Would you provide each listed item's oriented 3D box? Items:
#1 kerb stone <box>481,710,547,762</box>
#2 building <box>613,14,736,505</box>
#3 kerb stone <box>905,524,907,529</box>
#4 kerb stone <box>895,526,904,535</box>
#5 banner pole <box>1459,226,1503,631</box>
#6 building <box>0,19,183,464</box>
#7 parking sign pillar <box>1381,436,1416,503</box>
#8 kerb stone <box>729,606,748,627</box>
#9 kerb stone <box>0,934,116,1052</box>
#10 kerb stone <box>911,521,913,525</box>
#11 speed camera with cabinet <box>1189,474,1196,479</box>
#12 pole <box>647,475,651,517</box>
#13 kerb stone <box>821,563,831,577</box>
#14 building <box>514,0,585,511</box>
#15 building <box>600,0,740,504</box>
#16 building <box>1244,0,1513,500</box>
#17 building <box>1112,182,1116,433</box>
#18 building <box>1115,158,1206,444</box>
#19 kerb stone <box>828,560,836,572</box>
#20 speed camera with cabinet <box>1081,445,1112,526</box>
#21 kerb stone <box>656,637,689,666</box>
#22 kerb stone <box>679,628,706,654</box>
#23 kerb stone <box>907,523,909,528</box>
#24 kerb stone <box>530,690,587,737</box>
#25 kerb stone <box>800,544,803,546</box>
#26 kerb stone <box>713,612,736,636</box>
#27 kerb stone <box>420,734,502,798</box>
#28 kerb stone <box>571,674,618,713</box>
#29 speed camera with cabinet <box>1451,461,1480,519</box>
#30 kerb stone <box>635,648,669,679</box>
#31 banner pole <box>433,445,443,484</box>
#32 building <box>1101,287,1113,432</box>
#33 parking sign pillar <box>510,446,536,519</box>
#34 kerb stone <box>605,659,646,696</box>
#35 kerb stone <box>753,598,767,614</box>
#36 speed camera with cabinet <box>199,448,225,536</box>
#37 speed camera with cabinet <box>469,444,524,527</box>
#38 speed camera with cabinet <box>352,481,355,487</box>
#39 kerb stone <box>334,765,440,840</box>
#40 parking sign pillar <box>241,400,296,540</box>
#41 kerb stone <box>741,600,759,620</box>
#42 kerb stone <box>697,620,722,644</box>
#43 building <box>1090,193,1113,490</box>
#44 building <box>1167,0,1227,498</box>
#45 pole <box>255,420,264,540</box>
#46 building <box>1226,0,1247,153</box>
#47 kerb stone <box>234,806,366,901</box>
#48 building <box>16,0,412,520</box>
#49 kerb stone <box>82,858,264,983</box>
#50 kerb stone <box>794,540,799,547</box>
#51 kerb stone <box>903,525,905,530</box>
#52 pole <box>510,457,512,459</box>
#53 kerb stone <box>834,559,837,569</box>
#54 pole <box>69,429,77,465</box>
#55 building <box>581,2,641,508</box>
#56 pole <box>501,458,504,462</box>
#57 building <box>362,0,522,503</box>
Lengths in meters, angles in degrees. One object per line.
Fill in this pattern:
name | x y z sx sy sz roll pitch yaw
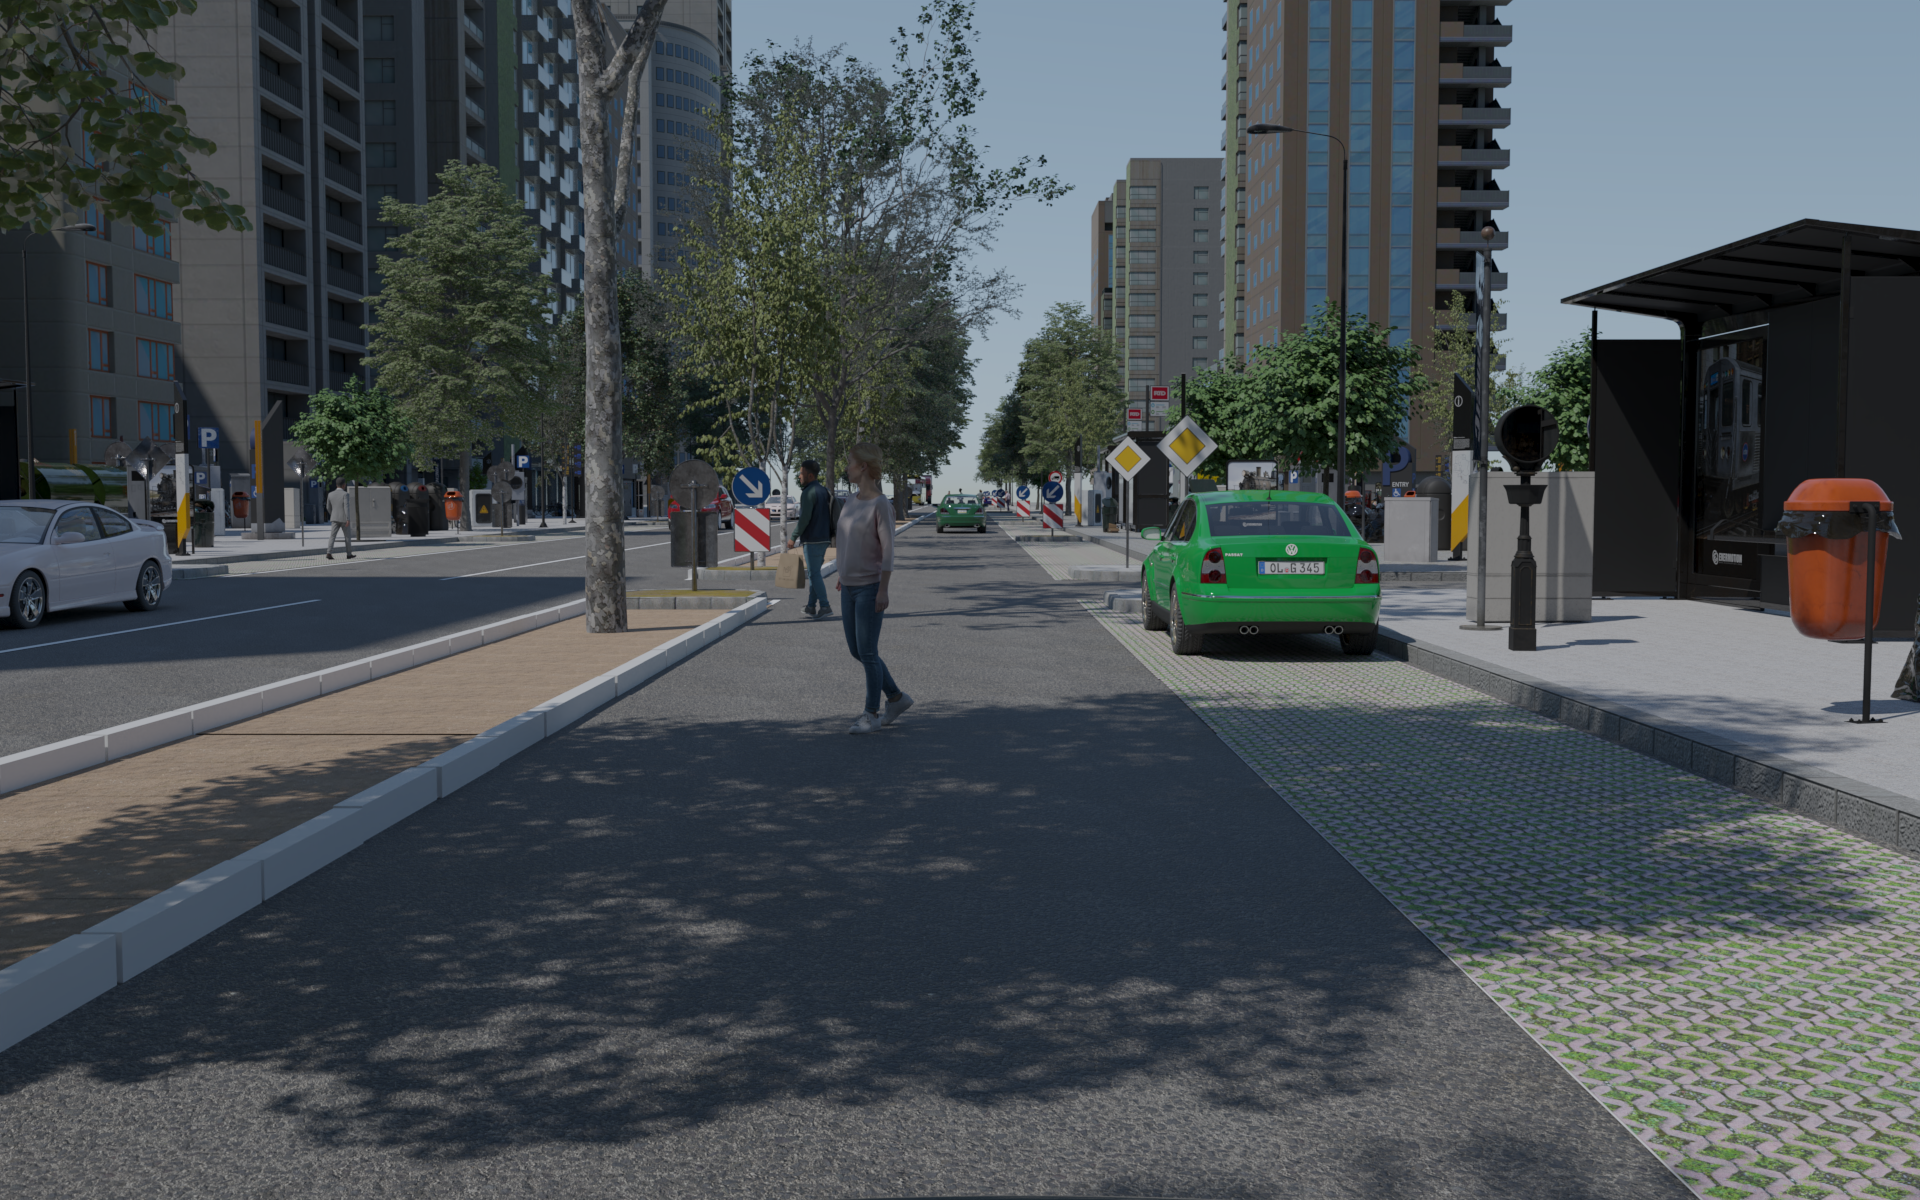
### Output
kerb stone | -2.507 0.766 9.686 0.120 0.150 1.000 0 4 0
building | -40.544 -41.217 215.902 21.231 58.520 28.212 0 4 0
kerb stone | -2.279 -2.844 68.696 0.120 0.150 1.000 0 4 0
kerb stone | -2.298 -2.649 65.606 0.120 0.150 1.000 0 4 0
banner pole | 4.841 -1.596 16.110 0.401 3.779 0.863 2 4 26
building | -46.321 -13.001 57.608 27.650 21.520 28.899 0 4 0
parking sign pillar | 17.700 -4.979 69.885 1.447 3.967 1.447 3 4 36
kerb stone | -2.466 0.201 18.916 0.120 0.150 1.000 0 4 0
kerb stone | -2.521 1.079 4.549 0.120 0.150 1.000 0 4 0
kerb stone | -2.255 -3.283 75.876 0.120 0.150 1.000 0 4 0
speed camera with cabinet | 11.549 -5.303 81.044 0.660 3.252 2.038 -3 5 -43
pole | -17.072 -6.184 94.954 0.158 3.312 0.155 0 3 0
kerb stone | -2.428 -0.525 30.772 0.120 0.150 1.000 0 4 0
building | -41.712 -31.479 134.287 23.786 49.044 30.456 0 4 0
building | -39.976 -49.041 240.067 20.563 71.187 20.611 0 4 0
building | 26.762 -28.342 113.504 14.600 45.320 14.200 0 4 0
building | 26.879 -33.255 227.306 14.154 41.232 14.086 0 4 0
building | 27.214 -32.393 213.219 14.154 41.232 14.086 0 4 0
kerb stone | -2.418 -0.587 31.794 0.120 0.150 1.000 0 4 0
speed camera with cabinet | 5.503 -4.610 69.713 0.660 3.252 2.038 2 4 26
kerb stone | -2.481 0.452 14.804 0.120 0.150 1.000 0 4 0
kerb stone | -2.478 0.392 15.833 0.120 0.150 1.000 0 4 0
kerb stone | -2.281 -2.966 70.751 0.120 0.150 1.000 0 4 0
kerb stone | -2.495 0.702 10.711 0.120 0.150 1.000 0 4 0
kerb stone | -4.459 -1.589 48.176 0.120 0.150 1.000 0 4 0
kerb stone | -2.463 0.263 17.894 0.120 0.150 1.000 0 4 0
kerb stone | -2.499 0.829 8.659 0.120 0.150 1.000 0 4 0
kerb stone | -2.498 0.644 11.733 0.120 0.150 1.000 0 4 0
speed camera with cabinet | 19.996 -4.601 69.562 0.660 3.252 2.038 -3 4 -38
kerb stone | -2.485 0.519 13.782 0.120 0.150 1.000 0 4 0
banner pole | -25.906 -5.880 86.156 0.863 3.779 0.401 2 4 35
building | 26.503 -28.757 241.883 14.160 30.474 14.107 0 4 0
parking sign pillar | -23.162 -6.295 91.389 1.447 3.967 1.447 3 4 37
kerb stone | -2.482 0.579 12.755 0.120 0.150 1.000 0 4 0
kerb stone | -2.460 0.075 20.986 0.120 0.150 1.000 0 4 0
speed camera with cabinet | -23.003 -3.604 53.269 0.660 3.252 2.038 -2 4 -26
speed camera with cabinet | -18.316 -4.535 68.484 2.038 3.252 0.660 -2 4 -25
speed camera with cabinet | -28.557 -5.483 83.978 0.660 3.252 2.038 2 4 25
kerb stone | -2.517 0.891 7.626 0.120 0.150 1.000 0 4 0
parking sign pillar | -19.732 -3.721 49.311 1.447 3.967 1.447 0 4 3
kerb stone | -2.462 0.140 19.949 0.120 0.150 1.000 0 4 0
kerb stone | -2.474 0.330 16.868 0.120 0.150 1.000 0 4 0
building | 26.782 -37.097 256.645 14.600 45.320 14.200 0 4 0
building | 31.038 -51.176 149.399 22.319 86.520 31.000 0 4 0
pole | -19.451 -3.318 48.085 0.158 3.312 0.155 0 3 0
building | 26.415 -27.165 127.746 14.154 41.232 14.086 0 4 0
kerb stone | -2.509 0.959 6.600 0.120 0.150 1.000 0 4 0
building | -40.379 -39.787 88.764 20.563 71.187 20.611 0 4 0
kerb stone | -2.511 1.017 5.572 0.120 0.150 1.000 0 4 0
kerb stone | -4.470 -1.463 46.116 0.120 0.150 1.000 0 4 0
kerb stone | -2.289 -2.716 66.640 0.120 0.150 1.000 0 4 0
pole | -24.394 -6.150 94.393 0.158 3.312 0.155 0 3 0
kerb stone | -2.411 -0.649 32.820 0.120 0.150 1.000 0 4 0
pole | -27.761 -3.697 54.281 0.158 3.312 0.155 0 3 0
building | -37.327 -30.982 156.671 14.600 45.320 14.200 0 4 0
pole | -25.983 -6.399 98.461 0.158 3.312 0.155 0 3 0
building | -37.222 -26.203 112.017 14.154 41.232 14.086 0 4 0
